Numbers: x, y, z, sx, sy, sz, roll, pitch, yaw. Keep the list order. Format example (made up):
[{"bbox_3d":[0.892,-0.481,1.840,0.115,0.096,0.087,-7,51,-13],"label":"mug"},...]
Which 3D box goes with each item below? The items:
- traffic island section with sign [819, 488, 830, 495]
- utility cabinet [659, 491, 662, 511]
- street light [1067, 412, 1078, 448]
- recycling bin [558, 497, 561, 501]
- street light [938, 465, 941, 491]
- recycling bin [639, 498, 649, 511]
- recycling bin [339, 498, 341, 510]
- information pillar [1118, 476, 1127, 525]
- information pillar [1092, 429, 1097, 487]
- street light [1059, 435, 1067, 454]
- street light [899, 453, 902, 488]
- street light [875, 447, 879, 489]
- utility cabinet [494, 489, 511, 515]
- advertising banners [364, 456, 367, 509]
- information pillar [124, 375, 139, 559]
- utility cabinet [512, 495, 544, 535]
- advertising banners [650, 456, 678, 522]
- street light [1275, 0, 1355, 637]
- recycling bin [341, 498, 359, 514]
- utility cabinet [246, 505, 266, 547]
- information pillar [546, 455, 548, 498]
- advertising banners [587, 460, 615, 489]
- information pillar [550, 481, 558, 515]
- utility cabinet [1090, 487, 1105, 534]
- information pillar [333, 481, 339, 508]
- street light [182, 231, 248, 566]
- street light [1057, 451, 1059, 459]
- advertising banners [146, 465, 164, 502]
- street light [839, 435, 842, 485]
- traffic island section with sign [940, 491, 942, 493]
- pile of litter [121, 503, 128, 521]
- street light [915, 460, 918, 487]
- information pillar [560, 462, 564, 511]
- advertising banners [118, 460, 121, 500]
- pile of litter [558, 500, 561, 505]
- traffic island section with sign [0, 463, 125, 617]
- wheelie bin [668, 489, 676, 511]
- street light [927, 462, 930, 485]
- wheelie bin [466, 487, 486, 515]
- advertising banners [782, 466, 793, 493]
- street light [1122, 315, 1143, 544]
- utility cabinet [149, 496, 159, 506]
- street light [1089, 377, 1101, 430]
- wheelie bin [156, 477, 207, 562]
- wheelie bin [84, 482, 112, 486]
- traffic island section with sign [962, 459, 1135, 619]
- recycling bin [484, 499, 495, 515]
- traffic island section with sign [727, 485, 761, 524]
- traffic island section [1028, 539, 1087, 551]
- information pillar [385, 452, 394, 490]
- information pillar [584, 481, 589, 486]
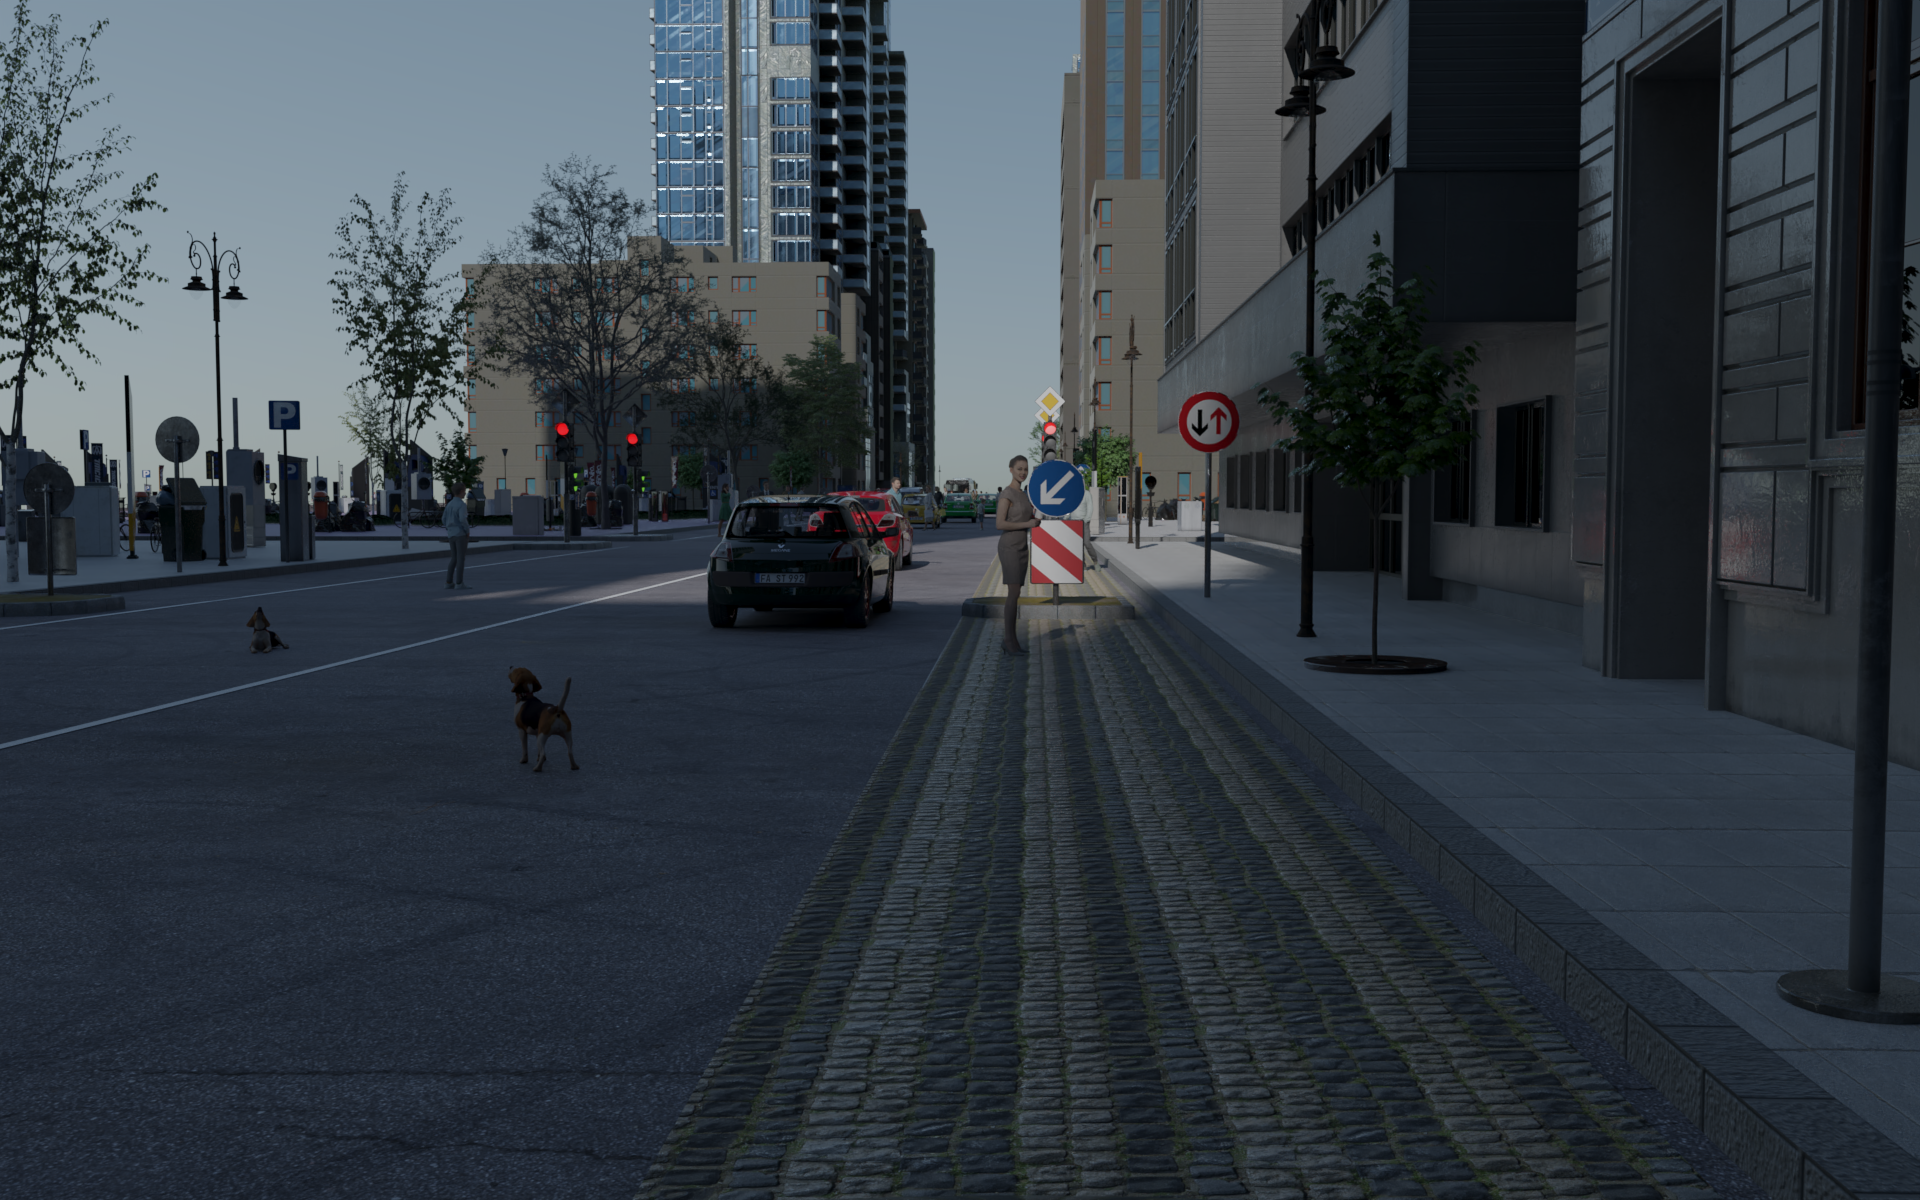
[{"bbox_3d":[-8.071,-5.810,103.619,1.989,1.847,2.006,0,4,2],"label":"traffic island section with sign"},{"bbox_3d":[-20.789,-6.928,121.947,0.318,1.500,1.173,-2,4,-34],"label":"utility cabinet"},{"bbox_3d":[6.479,-7.668,98.165,0.468,5.910,1.993,0,4,2],"label":"street light"},{"bbox_3d":[-29.490,-7.102,128.669,0.722,1.027,0.722,-2,4,-26],"label":"recycling bin"},{"bbox_3d":[-3.189,-18.315,272.242,0.468,5.910,1.993,0,4,2],"label":"street light"},{"bbox_3d":[-18.520,-5.444,101.562,0.722,1.027,0.722,-3,5,-40],"label":"recycling bin"},{"bbox_3d":[-42.179,-6.503,118.877,0.722,1.027,0.722,3,4,38],"label":"recycling bin"},{"bbox_3d":[6.781,-4.147,72.292,0.304,2.012,0.304,-1,4,-21],"label":"information pillar"},{"bbox_3d":[4.849,-4.352,62.506,0.183,3.616,0.504,0,4,-8],"label":"information pillar"},{"bbox_3d":[7.730,-9.465,127.543,0.468,5.910,1.993,0,4,2],"label":"street light"},{"bbox_3d":[-6.542,-13.362,191.260,0.468,5.910,1.993,0,4,2],"label":"street light"},{"bbox_3d":[-7.732,-11.548,161.592,0.468,5.910,1.993,0,4,2],"label":"street light"},{"bbox_3d":[-20.456,-4.207,77.470,0.318,1.500,1.173,1,4,8],"label":"utility cabinet"},{"bbox_3d":[-27.277,-5.093,79.454,0.090,3.025,2.074,-1,4,-16],"label":"advertising banners"},{"bbox_3d":[-16.453,-2.630,34.351,0.183,3.616,0.504,-1,4,-19],"label":"information pillar"},{"bbox_3d":[-13.567,-2.646,54.425,1.020,1.237,0.306,2,4,24],"label":"utility cabinet"},{"bbox_3d":[-13.683,-5.138,80.198,2.074,3.025,0.090,3,5,42],"label":"advertising banners"},{"bbox_3d":[3.116,-2.606,15.396,0.468,5.910,1.993,0,4,2],"label":"street light"},{"bbox_3d":[-39.676,-6.140,112.945,0.722,1.027,0.722,0,4,6],"label":"recycling bin"},{"bbox_3d":[-17.229,-2.037,41.984,0.318,1.500,1.173,-3,5,-43],"label":"utility cabinet"},{"bbox_3d":[-24.648,-6.851,103.375,0.183,3.616,0.504,-1,4,-10],"label":"information pillar"},{"bbox_3d":[-19.562,-6.075,95.510,2.074,3.025,0.090,0,4,6],"label":"advertising banners"},{"bbox_3d":[-22.265,-5.541,95.082,0.304,2.012,0.304,1,4,23],"label":"information pillar"},{"bbox_3d":[4.368,-2.831,54.963,0.318,1.500,1.173,1,4,14],"label":"utility cabinet"},{"bbox_3d":[-36.352,-5.898,100.924,0.304,2.012,0.304,-1,4,-12],"label":"information pillar"},{"bbox_3d":[-13.135,-3.542,30.694,0.468,5.910,1.993,0,4,2],"label":"street light"},{"bbox_3d":[8.429,-10.506,144.563,0.468,5.910,1.993,0,4,2],"label":"street light"},{"bbox_3d":[-48.132,-6.563,103.492,0.090,3.025,2.074,1,4,9],"label":"advertising banners"},{"bbox_3d":[-9.027,-9.686,131.156,0.468,5.910,1.993,0,4,2],"label":"street light"},{"bbox_3d":[-1.604,-15.570,263.191,1.989,1.847,2.006,0,4,2],"label":"traffic island section with sign"},{"bbox_3d":[-39.863,-4.133,81.537,1.176,0.858,1.719,2,4,26],"label":"pile of litter"},{"bbox_3d":[-5.514,-14.726,213.557,0.468,5.910,1.993,0,4,2],"label":"street light"},{"bbox_3d":[-21.043,-6.162,92.099,0.504,3.616,0.183,2,4,35],"label":"information pillar"},{"bbox_3d":[-42.402,-5.567,87.207,0.090,3.025,2.074,-1,4,-17],"label":"advertising banners"},{"bbox_3d":[-27.300,-6.352,117.824,1.719,0.858,1.176,0,4,4],"label":"pile of litter"},{"bbox_3d":[-11.426,-0.765,21.142,1.989,1.847,2.006,0,4,2],"label":"traffic island section with sign"},{"bbox_3d":[-18.511,-6.298,110.878,0.693,1.594,0.980,-1,4,-11],"label":"wheelie bin"},{"bbox_3d":[-4.434,-16.521,242.903,0.468,5.910,1.993,0,4,2],"label":"street light"},{"bbox_3d":[-22.235,-4.377,79.480,0.693,1.594,0.980,2,4,30],"label":"wheelie bin"},{"bbox_3d":[-10.808,-6.867,108.461,0.090,3.025,2.074,1,4,13],"label":"advertising banners"},{"bbox_3d":[4.423,-4.401,44.739,0.468,5.910,1.993,0,4,2],"label":"street light"},{"bbox_3d":[-32.565,-3.635,70.597,1.020,1.237,0.306,2,4,30],"label":"utility cabinet"},{"bbox_3d":[5.300,-5.837,68.223,0.468,5.910,1.993,0,4,2],"label":"street light"},{"bbox_3d":[-14.869,-1.536,33.022,0.693,1.594,0.980,2,4,25],"label":"wheelie bin"},{"bbox_3d":[-22.972,-2.338,46.136,0.980,1.594,0.693,-2,4,-27],"label":"wheelie bin"},{"bbox_3d":[1.031,-0.734,20.629,1.989,1.847,2.006,0,4,2],"label":"traffic island section with sign"},{"bbox_3d":[-23.040,-4.458,85.446,0.722,1.027,0.722,3,5,41],"label":"recycling bin"},{"bbox_3d":[-9.160,-4.163,76.686,1.989,1.847,2.006,0,4,2],"label":"traffic island section with sign"},{"bbox_3d":[2.366,-1.408,45.300,2.009,0.180,2.903,0,4,2],"label":"traffic island section"},{"bbox_3d":[-29.992,-6.102,91.116,0.504,3.616,0.183,1,4,8],"label":"information pillar"},{"bbox_3d":[-20.764,-5.631,96.562,0.304,2.012,0.304,1,4,15],"label":"information pillar"}]
